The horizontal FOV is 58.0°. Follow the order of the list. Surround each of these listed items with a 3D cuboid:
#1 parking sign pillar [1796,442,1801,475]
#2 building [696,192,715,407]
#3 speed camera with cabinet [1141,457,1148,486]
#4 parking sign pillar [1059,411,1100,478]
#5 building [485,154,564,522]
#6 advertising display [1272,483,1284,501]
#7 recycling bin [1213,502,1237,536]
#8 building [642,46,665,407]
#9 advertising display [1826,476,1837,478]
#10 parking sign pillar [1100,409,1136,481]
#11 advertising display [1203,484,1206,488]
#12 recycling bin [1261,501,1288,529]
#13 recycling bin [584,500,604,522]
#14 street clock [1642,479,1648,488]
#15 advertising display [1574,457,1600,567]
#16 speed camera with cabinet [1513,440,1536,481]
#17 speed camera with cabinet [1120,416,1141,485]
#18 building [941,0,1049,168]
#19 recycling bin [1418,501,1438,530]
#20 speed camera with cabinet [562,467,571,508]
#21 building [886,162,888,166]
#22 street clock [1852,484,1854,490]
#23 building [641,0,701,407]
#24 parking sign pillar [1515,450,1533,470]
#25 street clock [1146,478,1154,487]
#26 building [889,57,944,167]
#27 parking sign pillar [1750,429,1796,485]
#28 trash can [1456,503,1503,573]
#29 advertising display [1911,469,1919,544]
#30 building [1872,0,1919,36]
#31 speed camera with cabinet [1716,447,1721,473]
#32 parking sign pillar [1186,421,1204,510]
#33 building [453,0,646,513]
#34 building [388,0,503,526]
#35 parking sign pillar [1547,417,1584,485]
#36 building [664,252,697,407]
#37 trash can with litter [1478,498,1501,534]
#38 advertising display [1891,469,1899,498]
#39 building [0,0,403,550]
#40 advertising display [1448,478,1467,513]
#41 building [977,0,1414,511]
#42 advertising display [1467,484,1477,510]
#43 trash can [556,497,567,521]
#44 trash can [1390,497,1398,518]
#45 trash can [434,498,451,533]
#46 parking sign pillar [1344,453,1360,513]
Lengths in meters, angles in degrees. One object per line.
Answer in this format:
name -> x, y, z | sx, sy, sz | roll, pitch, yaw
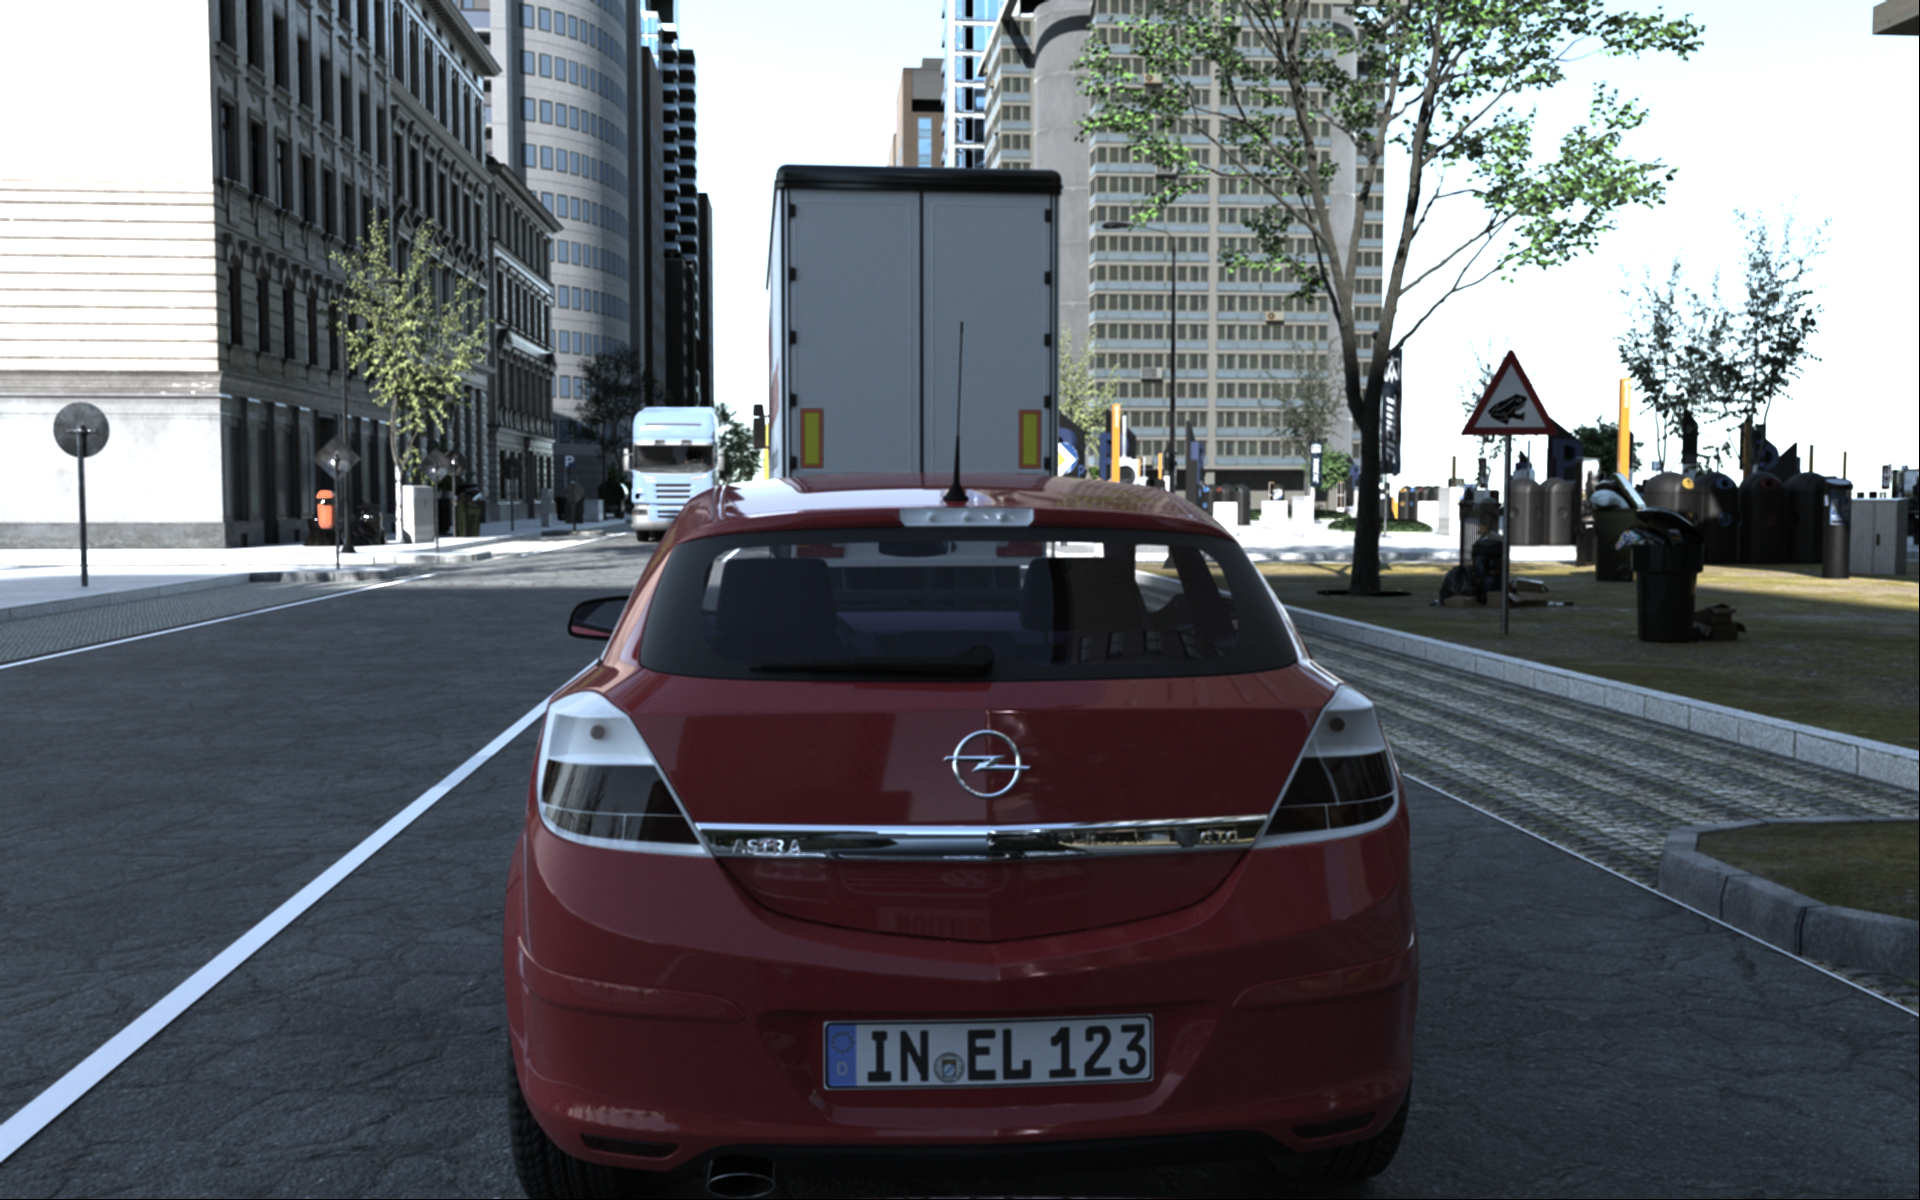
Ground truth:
parking sign pillar -> 43.141, -6.224, 90.233 | 1.447, 3.967, 1.447 | -1, 4, -18
building -> -42.767, -36.660, 249.507 | 14.600, 45.320, 14.200 | 0, 4, -5
speed camera with cabinet -> 9.370, -6.027, 92.878 | 0.660, 3.252, 2.038 | -1, 4, -23
parking sign pillar -> 2.974, -3.782, 50.307 | 1.447, 3.967, 1.447 | 3, 4, 37
building -> -26.778, -13.675, 88.210 | 10.561, 19.102, 19.286 | 0, 4, -5
advertising display -> 19.035, -6.020, 103.643 | 0.123, 1.923, 0.974 | -2, 4, -28
recycling bin -> 8.197, -2.508, 53.560 | 0.722, 1.027, 0.722 | 0, 4, 7
building -> -36.690, -31.826, 170.458 | 14.600, 45.320, 14.200 | 0, 4, -5
advertising display -> 30.888, -3.444, 61.522 | 0.123, 1.923, 0.974 | 0, 4, 7
parking sign pillar -> 4.965, -4.047, 54.644 | 1.447, 3.967, 1.447 | -3, 4, -36
advertising display -> 15.198, -6.303, 108.273 | 0.123, 1.923, 0.974 | 0, 4, -7
recycling bin -> 11.697, -3.173, 64.435 | 0.722, 1.027, 0.722 | -1, 4, -22
recycling bin -> -16.948, -4.135, 80.161 | 0.722, 1.027, 0.722 | 0, 4, 7
street clock -> 33.360, -4.877, 84.316 | 0.358, 2.002, 0.471 | 2, 4, 32
advertising display -> 11.148, -1.565, 30.799 | 0.123, 1.923, 0.974 | 3, 4, 38
speed camera with cabinet -> 21.155, -4.249, 63.806 | 2.038, 3.252, 0.660 | -3, 5, -40
speed camera with cabinet -> 3.441, -3.012, 43.580 | 2.038, 3.252, 0.660 | 0, 4, 4
building -> 7.050, -51.596, 156.260 | 22.319, 86.520, 31.000 | 0, 4, -5
recycling bin -> 16.834, -3.014, 61.838 | 0.722, 1.027, 0.722 | -3, 5, -44
speed camera with cabinet -> -20.981, -6.046, 93.194 | 0.660, 3.252, 2.038 | -1, 4, -19
building -> 0.334, -37.546, 233.482 | 23.786, 49.044, 30.456 | 0, 4, -5
street clock -> 59.551, -6.812, 115.949 | 0.358, 2.002, 0.471 | -1, 4, -11
building -> -44.120, -55.830, 225.484 | 22.319, 86.520, 31.000 | 0, 4, -5
parking sign pillar -> 34.324, -7.158, 105.511 | 1.447, 3.967, 1.447 | -1, 4, -13
street clock -> 8.672, -4.528, 78.599 | 0.471, 2.002, 0.358 | -2, 4, -31
building -> 0.612, -32.388, 179.647 | 14.600, 45.320, 14.200 | 0, 4, -5
parking sign pillar -> 31.375, -4.842, 67.632 | 1.447, 3.967, 1.447 | -1, 4, -14
trash can -> 8.467, -1.014, 28.234 | 0.748, 1.137, 0.748 | 0, 3, 0
advertising display -> 24.479, -2.374, 44.025 | 0.974, 1.923, 0.123 | 2, 4, 33
building -> 25.038, -25.612, 8.003 | 28.713, 52.752, 27.495 | 0, 4, -5
speed camera with cabinet -> 31.830, -4.840, 73.475 | 0.660, 3.252, 2.038 | 1, 4, 16
parking sign pillar -> 8.722, -4.642, 64.367 | 1.447, 3.967, 1.447 | 1, 4, 19
building -> -34.728, -35.620, 124.379 | 21.231, 58.520, 28.212 | 0, 4, -5
building -> -24.951, -14.573, 67.144 | 11.050, 23.489, 19.941 | 0, 4, -5
parking sign pillar -> 21.337, -4.432, 60.933 | 1.447, 3.967, 1.447 | -1, 4, -14
building -> -38.583, -26.456, 204.251 | 14.160, 30.474, 14.107 | 0, 4, -5
trash can with litter -> 16.846, -2.681, 55.225 | 0.624, 1.170, 1.055 | 2, 4, 25
advertising display -> 24.648, -2.462, 45.466 | 0.123, 1.923, 0.974 | 3, 5, 43
building -> -22.548, -12.170, 48.123 | 9.793, 20.994, 18.267 | 0, 4, -5
advertising display -> 19.949, -3.942, 69.663 | 0.974, 1.923, 0.123 | -3, 5, -40
building -> 14.694, -26.845, 130.795 | 32.217, 40.220, 23.993 | 0, 4, -5
advertising display -> 31.163, -6.168, 106.061 | 0.974, 1.923, 0.123 | 1, 4, 11
trash can -> -19.178, -4.412, 83.787 | 0.748, 1.137, 0.748 | 0, 3, 0
trash can -> 22.254, -4.732, 89.025 | 0.748, 1.137, 0.748 | 0, 3, 0
trash can -> -17.028, -2.755, 56.695 | 0.748, 1.137, 0.748 | 0, 3, 0
parking sign pillar -> 26.137, -7.748, 115.160 | 1.447, 3.967, 1.447 | 3, 4, 36
